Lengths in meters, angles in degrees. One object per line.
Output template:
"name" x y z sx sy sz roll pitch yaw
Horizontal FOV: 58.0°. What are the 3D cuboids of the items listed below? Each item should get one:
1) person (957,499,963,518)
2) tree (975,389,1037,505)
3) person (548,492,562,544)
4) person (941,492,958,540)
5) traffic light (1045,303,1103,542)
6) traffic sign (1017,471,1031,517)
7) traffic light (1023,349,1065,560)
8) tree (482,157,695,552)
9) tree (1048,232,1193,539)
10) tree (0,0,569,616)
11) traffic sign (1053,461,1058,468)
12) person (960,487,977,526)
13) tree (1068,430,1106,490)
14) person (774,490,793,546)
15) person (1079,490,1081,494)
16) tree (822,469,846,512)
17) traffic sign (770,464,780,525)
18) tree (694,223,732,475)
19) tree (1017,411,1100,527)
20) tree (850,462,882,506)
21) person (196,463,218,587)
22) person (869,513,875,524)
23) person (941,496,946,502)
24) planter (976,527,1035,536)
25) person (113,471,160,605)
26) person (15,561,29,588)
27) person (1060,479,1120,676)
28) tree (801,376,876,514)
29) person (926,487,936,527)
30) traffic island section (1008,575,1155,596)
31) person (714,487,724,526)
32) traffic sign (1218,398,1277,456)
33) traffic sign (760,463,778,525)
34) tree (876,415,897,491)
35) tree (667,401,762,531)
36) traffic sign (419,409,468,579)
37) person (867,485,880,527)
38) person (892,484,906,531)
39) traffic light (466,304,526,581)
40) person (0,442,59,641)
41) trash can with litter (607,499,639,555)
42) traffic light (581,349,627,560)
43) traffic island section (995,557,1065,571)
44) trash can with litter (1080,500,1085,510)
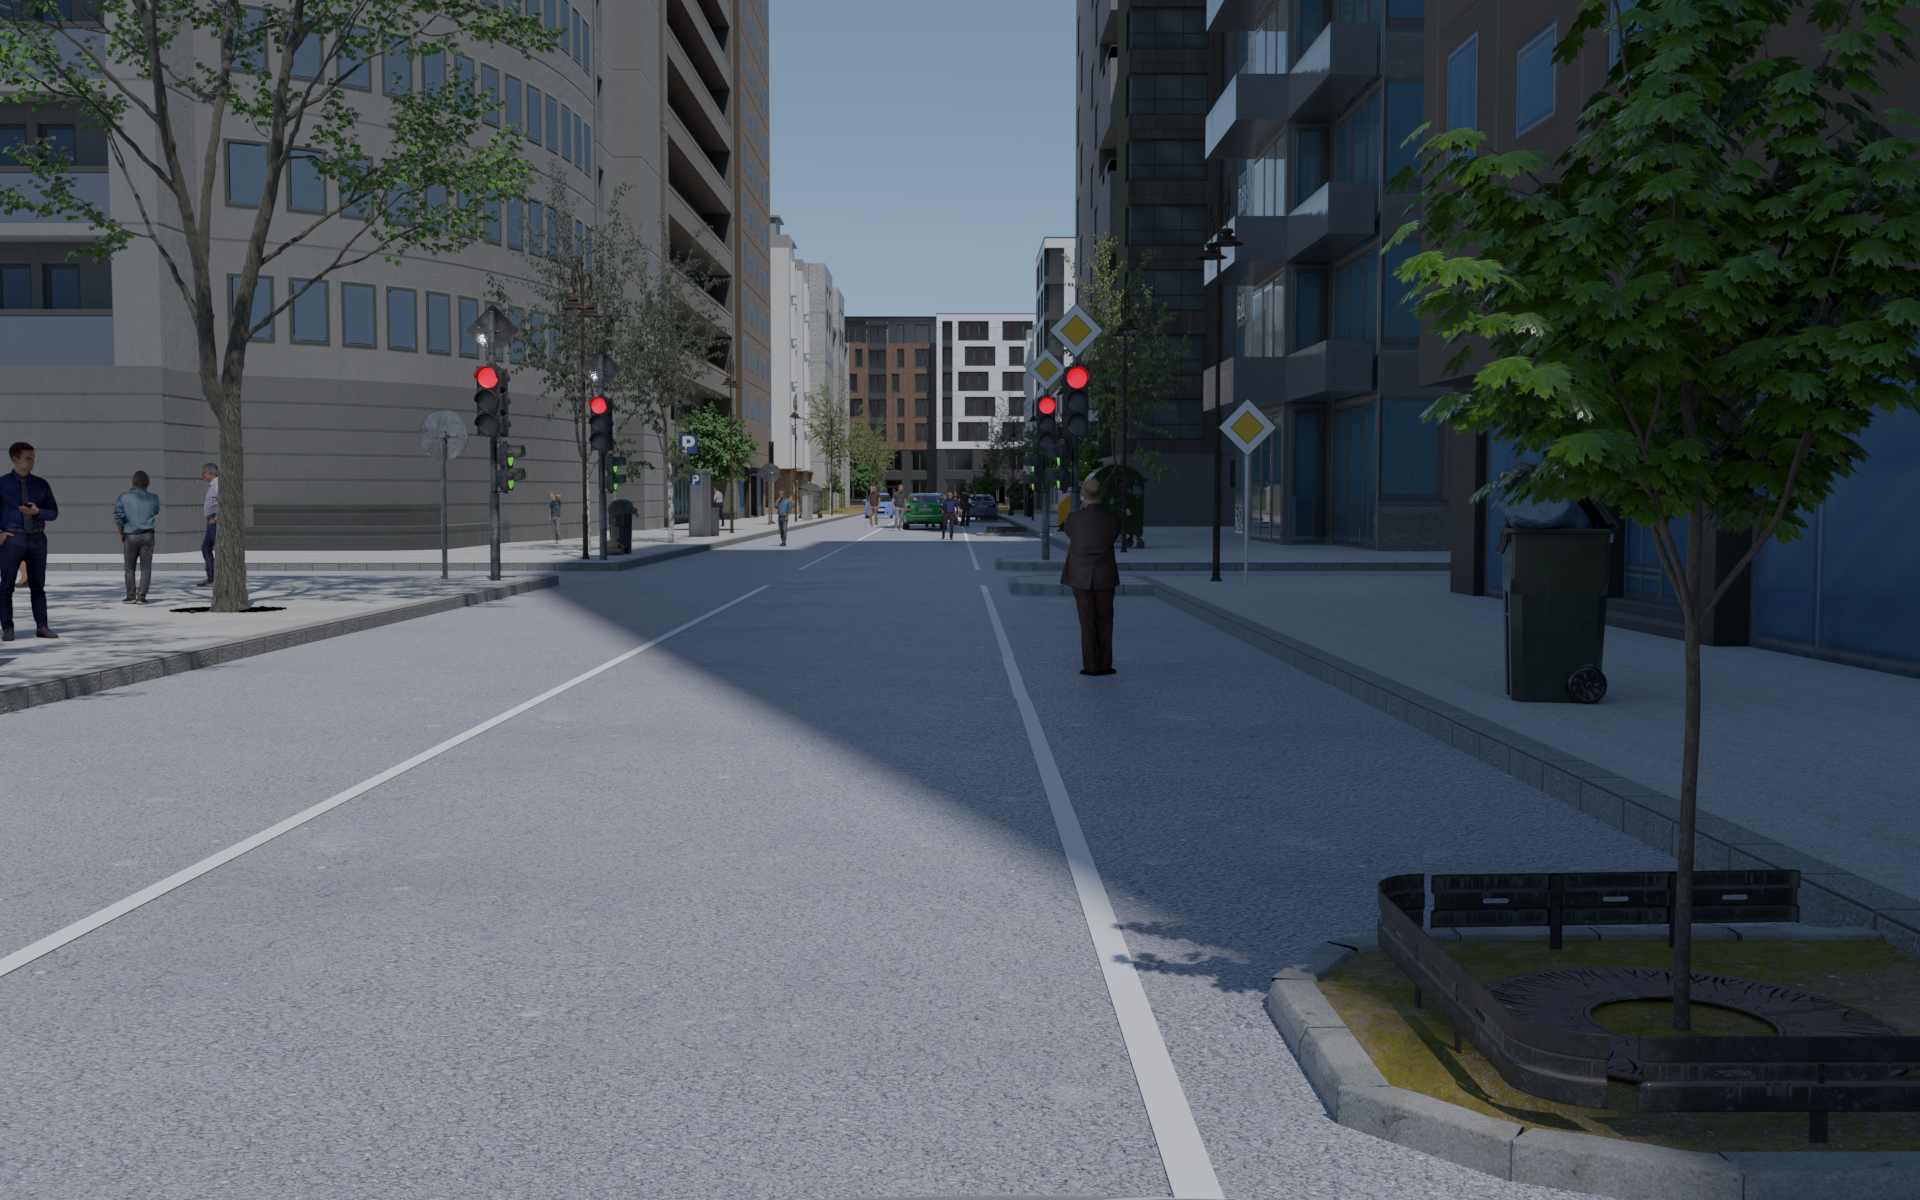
"person" 0.116 -5.736 105.512 0.421 1.427 0.697 3 5 42
"tree" 3.857 -10.550 122.851 4.360 8.622 3.978 0 3 0
"person" -10.371 -2.109 44.432 0.435 1.345 0.340 1 4 13
"person" -0.401 -2.625 54.118 0.574 1.496 0.600 2 4 27
"traffic light" 1.696 -2.249 25.689 0.839 4.253 0.868 0 4 0
"traffic sign" 3.595 -5.914 96.699 0.884 2.594 0.081 0 3 0
"traffic light" 1.655 -2.737 33.674 0.839 4.253 0.868 0 4 0
"tree" -8.281 -5.364 38.066 4.360 8.622 3.978 0 3 0
"tree" 4.494 -6.000 48.460 4.737 8.622 4.395 0 3 0
"tree" -7.905 -5.667 18.404 9.928 11.665 9.643 0 3 0
"traffic sign" 3.751 -3.822 62.595 0.768 2.556 0.104 0 4 1
"person" 0.357 -4.143 77.048 0.742 1.727 0.445 -1 4 -9
"tree" 4.003 -3.522 52.189 1.663 3.219 1.824 0 3 0
"person" -4.836 -2.246 47.441 0.429 1.552 0.499 -3 5 -41
"person" 5.889 -5.002 88.280 0.568 1.767 0.683 -2 4 -32
"tree" -8.689 -7.821 122.482 1.663 3.219 1.824 0 3 0
"traffic sign" -7.947 -4.454 72.928 0.768 2.556 0.104 0 4 4
"tree" -7.706 -5.778 44.830 4.360 8.622 3.978 0 3 0
"tree" 3.887 -5.118 67.387 4.285 4.588 4.351 0 3 0
"tree" -9.380 -11.373 169.663 4.285 4.588 4.351 0 3 0
"person" -10.333 -1.036 23.920 0.436 1.711 0.756 -2 4 -24
"person" -4.095 -3.854 81.995 0.381 0.543 0.357 2 4 35
"person" -0.865 -4.913 92.729 0.340 1.345 0.435 1 4 9
"planter" 1.557 -2.355 59.651 1.991 0.319 1.994 0 4 0
"person" -9.544 -0.723 20.073 0.499 1.552 0.429 0 4 -5
"person" -12.916 -0.878 23.626 0.697 1.427 0.421 -2 4 -24
"person" 1.030 -0.181 13.727 0.482 1.546 0.388 0 4 -1
"tree" -7.919 -9.701 108.972 4.737 8.622 4.395 0 3 0
"person" -1.297 -4.008 74.714 0.600 1.739 0.565 3 5 43
"traffic island section" 1.736 -0.215 25.803 2.009 0.180 2.903 0 4 0
"person" -9.622 -3.681 68.441 0.590 1.554 0.614 1 4 21
"traffic sign" 3.979 -1.478 23.900 0.795 2.593 0.064 0 4 4
"traffic sign" -7.872 -4.362 71.420 0.768 2.556 0.104 0 4 2
"tree" -7.812 -12.658 157.316 4.737 8.622 4.395 0 3 0
"tree" -8.701 -4.722 60.919 4.285 4.588 4.351 0 3 0
"traffic sign" -7.774 -1.588 26.071 0.768 2.556 0.104 0 4 5
"person" -3.772 -4.086 75.429 0.598 1.807 0.434 3 5 42
"person" -2.371 -3.619 67.802 0.598 1.807 0.434 -1 4 -15
"traffic light" -6.885 -2.245 25.629 0.839 4.253 0.868 0 4 0
"person" -8.225 -0.518 15.220 0.504 1.737 0.576 2 4 34
"trash can with litter" -7.181 -1.547 36.679 0.624 1.170 1.055 0 4 -1
"traffic light" -6.926 -2.734 33.614 0.839 4.253 0.868 0 4 0
"traffic island section" 1.695 -0.704 33.788 2.009 0.180 2.903 0 4 0
"trash can with litter" 3.843 -2.691 55.386 0.624 1.170 1.055 -2 4 -26
